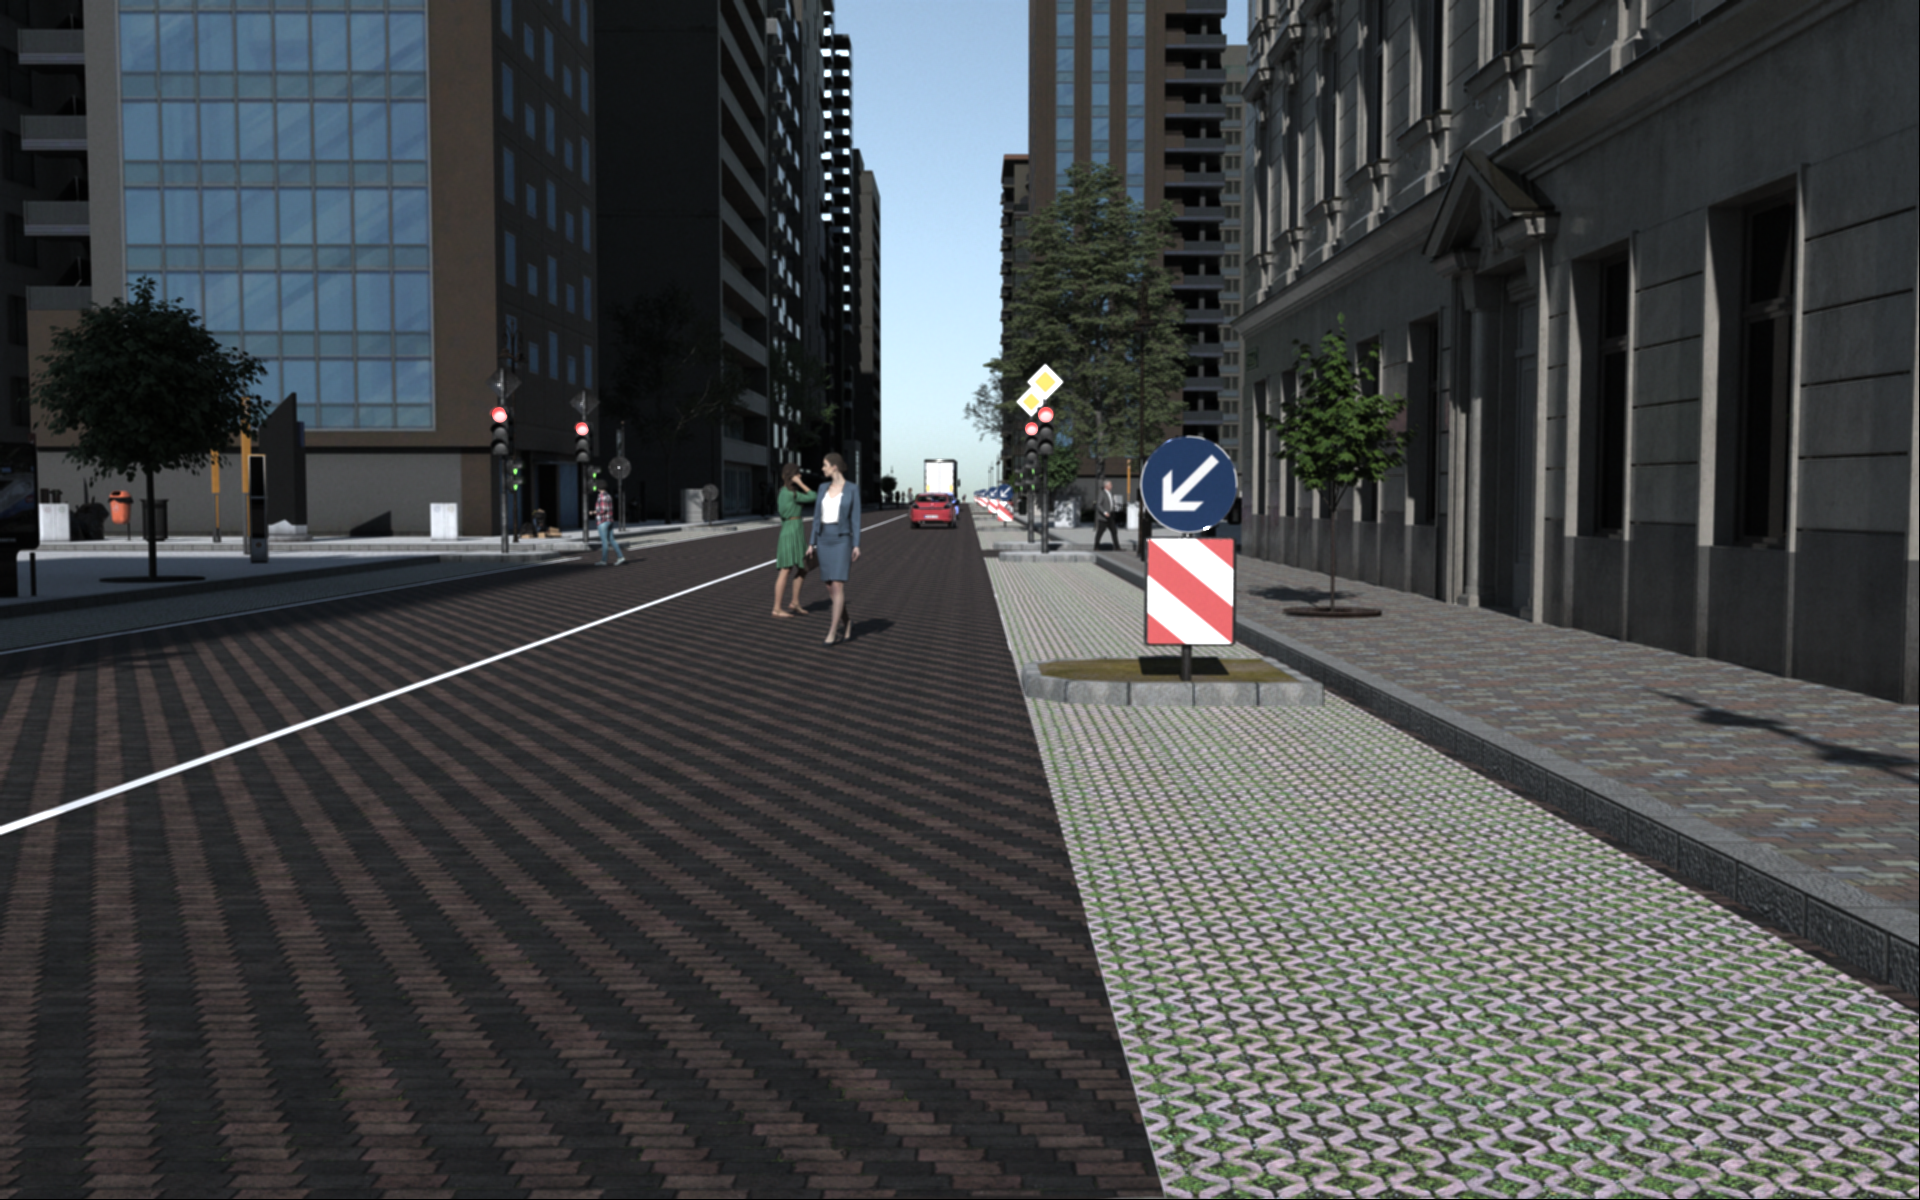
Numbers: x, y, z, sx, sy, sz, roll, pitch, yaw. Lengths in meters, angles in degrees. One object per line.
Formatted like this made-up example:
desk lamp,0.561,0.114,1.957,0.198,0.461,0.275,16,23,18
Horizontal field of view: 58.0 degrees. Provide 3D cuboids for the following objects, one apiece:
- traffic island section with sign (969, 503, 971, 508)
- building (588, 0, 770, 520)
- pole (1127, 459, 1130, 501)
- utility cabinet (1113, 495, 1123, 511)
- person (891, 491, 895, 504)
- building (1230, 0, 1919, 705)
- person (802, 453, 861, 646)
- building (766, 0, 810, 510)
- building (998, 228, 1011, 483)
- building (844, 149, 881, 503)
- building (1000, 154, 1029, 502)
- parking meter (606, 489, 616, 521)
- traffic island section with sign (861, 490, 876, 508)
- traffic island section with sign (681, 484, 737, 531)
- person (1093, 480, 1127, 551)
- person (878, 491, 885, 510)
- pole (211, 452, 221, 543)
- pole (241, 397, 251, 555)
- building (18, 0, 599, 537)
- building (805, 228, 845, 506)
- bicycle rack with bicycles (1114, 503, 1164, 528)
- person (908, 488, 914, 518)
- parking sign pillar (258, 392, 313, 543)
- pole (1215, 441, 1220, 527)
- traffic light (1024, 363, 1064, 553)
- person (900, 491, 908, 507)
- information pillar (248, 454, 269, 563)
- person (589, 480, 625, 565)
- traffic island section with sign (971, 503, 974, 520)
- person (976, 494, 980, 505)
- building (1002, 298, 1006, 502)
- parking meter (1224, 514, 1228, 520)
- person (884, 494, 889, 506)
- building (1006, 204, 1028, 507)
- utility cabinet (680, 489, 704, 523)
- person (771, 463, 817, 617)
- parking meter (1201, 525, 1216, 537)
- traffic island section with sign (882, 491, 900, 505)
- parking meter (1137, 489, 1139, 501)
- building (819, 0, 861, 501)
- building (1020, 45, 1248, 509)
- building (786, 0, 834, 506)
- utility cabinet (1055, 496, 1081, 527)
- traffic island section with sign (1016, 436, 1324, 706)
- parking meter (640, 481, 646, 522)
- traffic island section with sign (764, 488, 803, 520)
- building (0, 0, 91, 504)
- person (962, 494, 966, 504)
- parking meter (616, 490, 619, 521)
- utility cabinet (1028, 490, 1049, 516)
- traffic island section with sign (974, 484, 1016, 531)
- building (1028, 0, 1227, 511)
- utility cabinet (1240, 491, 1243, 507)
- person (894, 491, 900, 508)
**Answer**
traffic island section with sign,1.905,-8.375,145.560,1.989,1.847,2.006,0,4,0
building,-22.438,-28.834,95.130,21.300,48.544,21.600,0,4,0
pole,9.929,-6.606,101.844,0.158,3.312,0.155,0,3,0
utility cabinet,10.530,-6.381,115.494,0.306,1.237,1.020,2,4,27
person,-9.189,-13.715,232.748,1.348,1.824,0.705,0,4,6
building,13.681,-14.521,13.840,17.030,29.872,44.131,0,4,0
person,-1.148,-0.489,16.513,0.581,1.822,0.654,3,4,38
building,-24.425,-31.532,135.155,23.786,49.044,30.456,0,4,0
building,17.675,-39.425,264.210,23.786,49.044,30.456,0,4,0
building,-22.474,-38.075,246.228,21.300,48.544,21.600,0,4,0
building,16.248,-34.568,219.816,22.147,44.769,28.867,0,4,0
parking meter,-16.642,-4.504,82.048,0.372,1.533,0.369,0,3,0
traffic island section with sign,-9.409,-10.001,172.151,1.989,1.847,2.006,0,4,0
traffic island section with sign,-9.782,-3.617,67.771,1.989,1.847,2.006,0,4,0
person,3.653,-2.047,42.361,0.834,1.777,0.661,2,4,30
person,-6.977,-8.863,154.087,0.721,1.739,1.217,-2,4,-31
pole,-19.605,-3.166,45.603,0.158,3.312,0.155,0,3,0
pole,-15.067,-2.614,36.585,0.158,3.312,0.155,0,3,0
building,-20.630,-24.917,57.503,14.600,45.320,14.200,0,4,0
building,-19.944,-25.381,186.677,14.160,30.474,14.107,0,4,0
bicycle rack with bicycles,6.730,-3.225,66.106,2.852,0.926,2.925,3,5,45
person,-2.793,-5.657,101.272,0.573,1.790,0.520,-2,4,-27
parking sign pillar,-18.168,-3.546,46.447,1.447,3.967,1.447,2,4,27
pole,9.975,-4.488,67.227,0.158,3.312,0.155,0,3,0
traffic light,1.818,-2.965,37.405,0.839,4.253,0.868,0,4,0
person,-6.466,-11.441,196.283,1.217,1.735,0.721,-1,4,-19
information pillar,-13.068,-1.698,32.262,0.304,2.012,0.304,-1,4,-17
person,-7.116,-1.563,34.895,0.643,1.720,0.563,1,4,11
traffic island section with sign,1.729,-5.265,94.710,1.989,1.847,2.006,0,4,0
person,2.494,-13.181,224.561,0.990,1.755,0.434,2,4,29
building,12.940,-28.798,242.553,14.160,30.474,14.107,0,4,0
parking meter,13.026,-4.633,84.166,0.372,1.533,0.369,0,3,0
person,-8.828,-11.906,206.389,0.991,1.433,0.599,-3,4,-38
building,12.211,-24.632,174.433,14.160,30.474,14.107,0,4,0
utility cabinet,-11.749,-4.115,75.961,0.318,1.500,1.173,2,4,34
person,-1.987,-0.704,20.252,0.529,1.795,0.600,-2,4,-32
parking meter,6.987,-2.625,48.628,0.399,1.863,0.255,-3,4,-37
traffic island section with sign,-9.229,-13.364,227.133,1.989,1.847,2.006,0,4,0
parking meter,8.605,-4.524,82.384,0.372,1.533,0.369,0,3,0
building,-23.487,-55.422,218.822,22.319,86.520,31.000,0,4,0
building,21.651,-28.286,154.354,32.217,40.220,23.993,0,4,0
building,-27.024,-35.154,164.009,28.713,52.752,27.495,0,4,0
utility cabinet,4.238,-3.480,68.062,1.020,1.237,0.306,2,4,34
traffic island section with sign,1.454,-0.240,12.555,1.989,1.847,2.006,0,4,0
parking meter,-14.712,-4.569,80.418,0.255,1.863,0.399,0,4,-6
traffic island section with sign,-9.686,-5.308,95.409,1.989,1.847,2.006,0,4,0
building,-36.255,-22.557,52.399,14.086,41.232,14.154,0,4,0
person,0.618,-14.405,247.249,0.421,1.427,0.697,-2,4,-28
parking meter,-16.360,-4.530,82.469,0.372,1.533,0.369,0,3,0
utility cabinet,4.518,-5.581,99.932,1.173,1.500,0.318,1,4,18
traffic island section with sign,1.630,-3.577,67.119,1.989,1.847,2.006,0,4,0
building,12.480,-29.645,134.813,14.600,45.320,14.200,0,4,0
utility cabinet,19.510,-6.732,118.747,0.318,1.500,1.173,2,4,31
person,-6.545,-10.454,179.936,0.721,1.766,1.217,-2,4,-32
